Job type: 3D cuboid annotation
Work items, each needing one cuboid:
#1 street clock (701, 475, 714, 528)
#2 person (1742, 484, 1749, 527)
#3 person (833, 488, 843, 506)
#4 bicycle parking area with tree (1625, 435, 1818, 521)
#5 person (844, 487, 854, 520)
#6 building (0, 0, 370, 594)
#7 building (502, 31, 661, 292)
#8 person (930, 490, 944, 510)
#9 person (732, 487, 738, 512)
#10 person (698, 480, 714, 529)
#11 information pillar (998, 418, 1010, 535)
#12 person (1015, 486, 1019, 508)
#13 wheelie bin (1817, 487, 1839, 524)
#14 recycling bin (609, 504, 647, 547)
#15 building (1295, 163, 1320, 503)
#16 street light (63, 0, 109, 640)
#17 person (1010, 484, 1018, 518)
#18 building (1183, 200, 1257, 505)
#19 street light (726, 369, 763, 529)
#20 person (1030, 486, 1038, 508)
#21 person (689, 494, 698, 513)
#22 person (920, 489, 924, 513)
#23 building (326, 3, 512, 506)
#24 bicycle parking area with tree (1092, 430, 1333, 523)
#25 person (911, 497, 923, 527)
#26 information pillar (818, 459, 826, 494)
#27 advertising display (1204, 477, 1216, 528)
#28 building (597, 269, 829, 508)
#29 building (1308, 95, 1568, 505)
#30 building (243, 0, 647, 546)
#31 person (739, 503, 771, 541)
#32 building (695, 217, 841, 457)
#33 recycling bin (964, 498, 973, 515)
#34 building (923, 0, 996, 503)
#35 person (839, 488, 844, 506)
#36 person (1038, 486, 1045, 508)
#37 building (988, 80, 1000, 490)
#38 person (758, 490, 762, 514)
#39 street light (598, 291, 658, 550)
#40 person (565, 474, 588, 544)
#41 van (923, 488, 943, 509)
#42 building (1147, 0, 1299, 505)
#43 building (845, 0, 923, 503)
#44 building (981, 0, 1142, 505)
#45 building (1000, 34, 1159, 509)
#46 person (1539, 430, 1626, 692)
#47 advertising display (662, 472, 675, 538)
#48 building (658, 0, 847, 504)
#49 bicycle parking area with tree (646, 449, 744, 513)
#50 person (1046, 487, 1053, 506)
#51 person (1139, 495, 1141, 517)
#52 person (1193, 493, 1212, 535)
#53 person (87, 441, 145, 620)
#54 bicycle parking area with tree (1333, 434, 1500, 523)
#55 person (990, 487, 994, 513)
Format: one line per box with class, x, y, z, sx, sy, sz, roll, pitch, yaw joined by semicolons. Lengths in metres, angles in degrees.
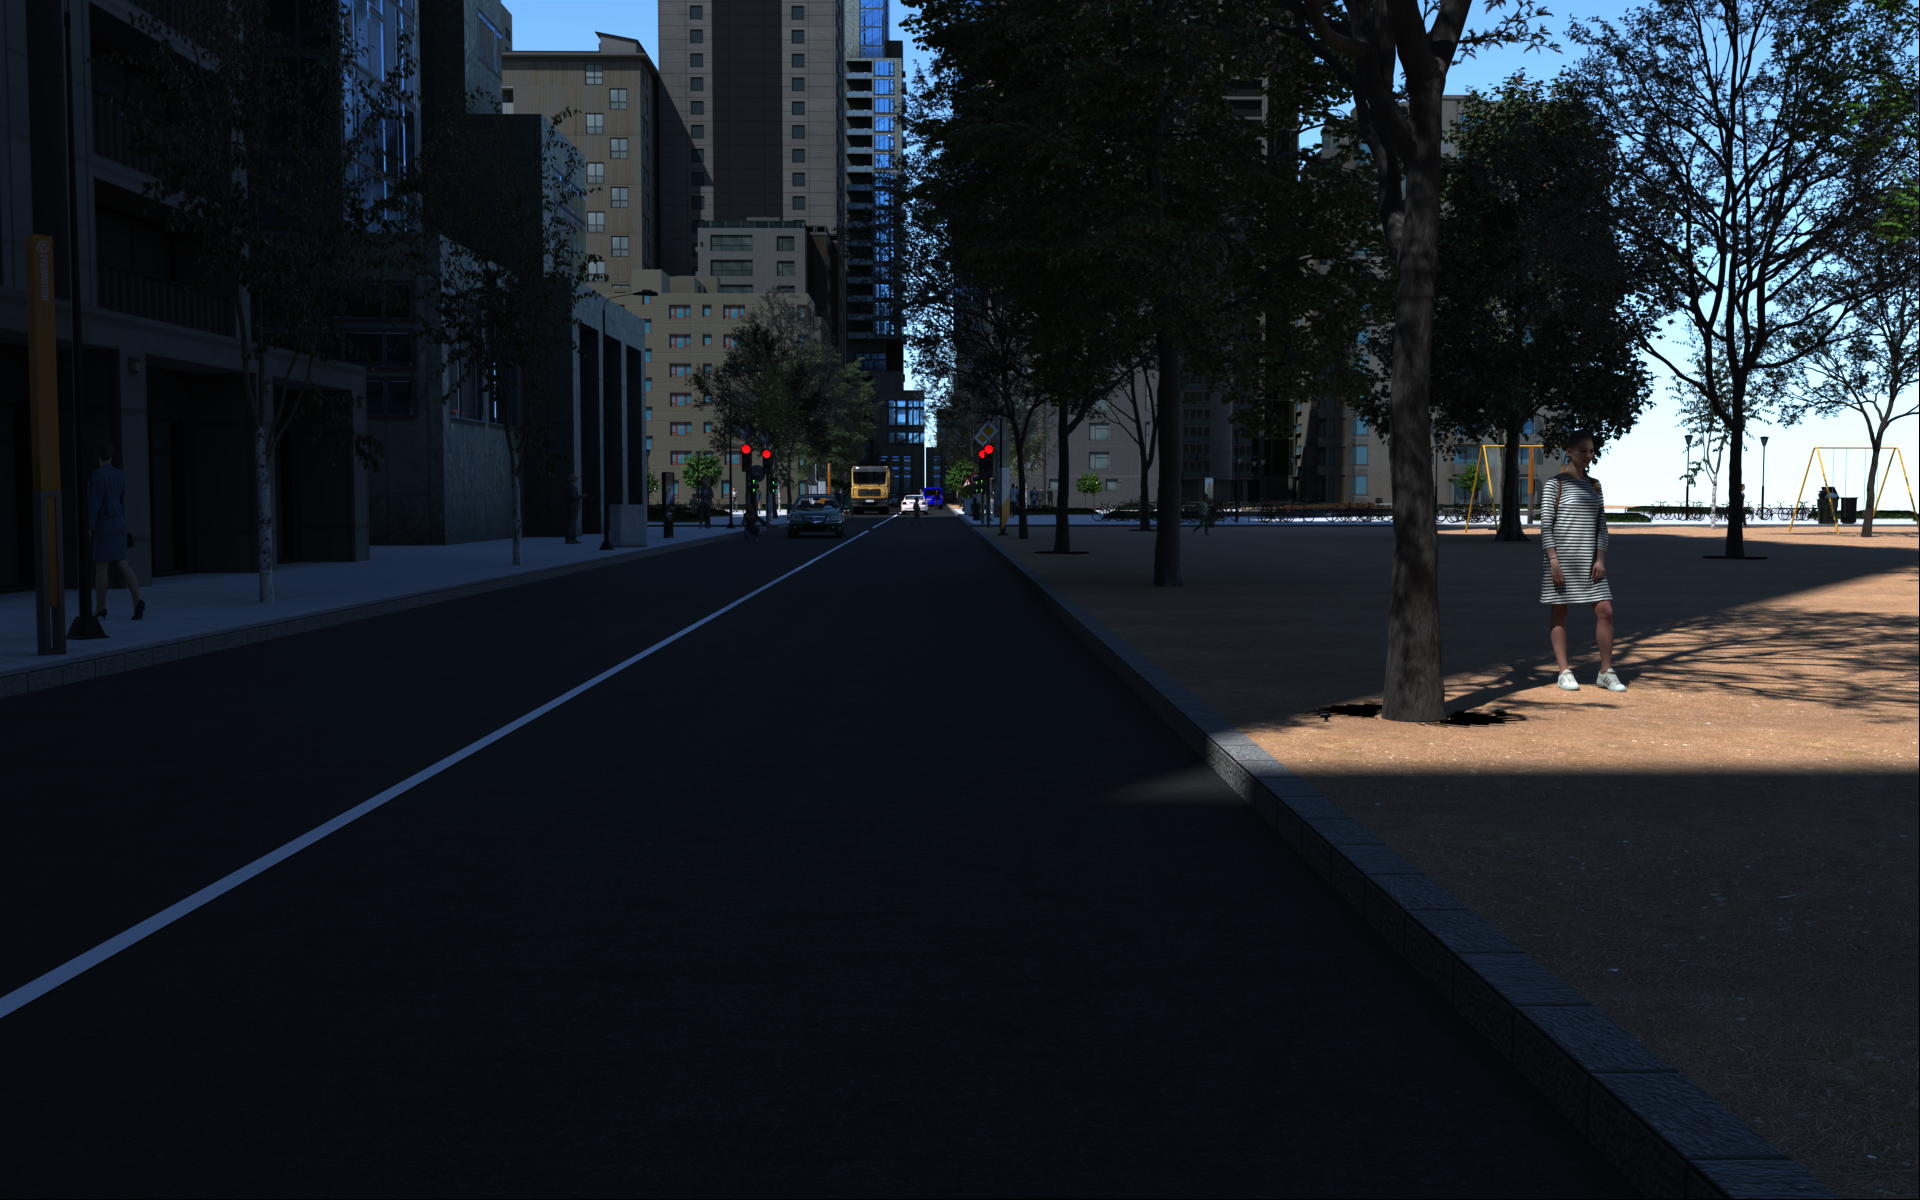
street clock;-9.617;-3.754;65.954;0.471;2.002;0.358;-1;4;-20
person;32.062;-3.837;71.018;0.659;1.850;0.755;-3;5;-42
person;-6.871;-5.408;97.334;0.576;1.772;0.534;-1;4;-14
bicycle parking area with tree;37.766;-6.003;85.158;8.231;4.147;9.016;-1;4;-12
person;-6.093;-5.292;95.278;0.529;1.795;0.600;-1;4;-19
building;-21.570;-35.991;26.712;20.563;71.187;20.611;0;4;-1
building;-48.656;-37.766;206.718;27.495;52.752;28.713;0;4;-1
person;-2.146;-9.306;160.671;1.348;1.822;0.705;1;4;13
person;-16.499;-7.363;126.624;0.606;1.804;0.583;-1;4;-20
person;-9.363;-3.528;63.911;0.537;1.800;0.526;0;4;7
information pillar;1.386;-3.825;53.891;0.183;3.616;0.504;2;4;33
person;3.649;-6.366;110.307;0.511;1.800;0.466;1;4;13
wheelie bin;37.135;-4.048;74.093;0.693;1.594;0.980;-2;4;-24
recycling bin;-8.055;-1.805;42.061;0.722;1.027;0.722;-2;4;-31
building;58.288;-38.083;246.354;21.600;48.544;21.300;0;4;-1
street light;-7.231;-2.611;15.227;1.470;5.913;1.316;0;4;-1
person;2.888;-5.385;93.930;0.661;1.843;0.795;0;4;-5
building;18.698;-31.706;210.273;32.217;40.220;23.993;0;4;-1
street light;-7.986;-5.614;64.326;1.470;5.913;1.316;0;4;-1
person;4.789;-6.521;112.841;0.721;1.800;0.419;-2;4;-30
person;-12.923;-4.513;84.098;0.475;1.303;0.640;0;4;-1
person;-2.865;-7.387;129.376;0.391;1.810;0.635;-1;4;-19
building;-75.342;-49.283;244.033;20.611;71.187;20.563;0;4;-1
bicycle parking area with tree;11.146;-5.687;79.985;9.016;4.147;8.231;-1;4;-12
person;-1.913;-3.879;76.194;0.640;1.303;0.475;-3;4;-37
information pillar;-8.997;-7.447;113.118;0.504;3.616;0.183;-2;4;-30
advertising display;9.642;-3.767;66.800;0.123;1.923;0.974;-1;4;-13
building;-27.094;-19.474;163.443;27.650;21.520;28.899;0;4;-1
building;58.925;-36.172;211.013;30.456;49.044;23.786;0;4;-1
building;-27.028;-45.143;50.761;31.000;86.520;22.319;0;4;-1
person;-6.272;-2.376;52.844;1.012;1.151;0.738;-1;4;-14
building;-20.107;-25.262;184.736;14.160;30.474;14.107;0;4;-1
recycling bin;0.682;-5.732;106.270;0.722;1.027;0.722;1;4;13
building;10.652;-57.105;246.331;31.000;86.520;22.319;0;4;-1
person;-7.834;-6.444;114.039;0.419;1.800;0.721;0;4;-6
person;5.984;-7.551;129.286;0.659;1.850;0.755;0;4;5
building;9.912;-31.819;170.354;14.600;45.320;14.200;0;4;-1
person;-12.601;-6.230;107.885;0.794;1.824;0.713;1;4;19
street light;-7.587;-4.105;39.665;1.470;5.913;1.316;0;4;-1
person;-9.924;-2.354;44.712;0.590;1.801;0.661;-2;4;-29
van;-2.633;-9.795;164.532;2.240;2.365;5.245;0;4;-3
building;37.191;-49.341;244.976;20.611;71.187;20.563;0;4;-1
building;-20.570;-57.015;244.862;31.000;86.520;22.319;0;4;-1
building;12.688;-45.794;186.979;20.563;71.187;20.611;0;4;-1
building;10.567;-28.916;156.370;14.154;41.232;14.086;0;4;-1
person;4.047;-0.265;11.387;0.512;1.701;0.522;-1;4;-13
advertising display;-8.535;-2.781;50.679;0.123;1.923;0.974;0;4;6
building;-24.670;-47.255;210.868;20.611;71.187;20.563;0;4;-1
bicycle parking area with tree;-18.916;-7.758;113.846;9.016;4.147;8.231;3;5;43
person;7.570;-8.541;145.049;0.648;1.900;0.474;2;4;25
person;6.866;-3.314;64.904;0.332;1.250;0.352;2;4;24
person;7.570;-2.678;54.084;0.590;1.304;0.306;2;4;25
person;-8.613;-0.704;17.575;0.654;1.822;0.581;2;4;25
bicycle parking area with tree;21.316;-5.725;80.612;9.016;4.147;8.231;3;5;44
person;2.190;-6.457;112.161;0.519;1.759;0.362;-1;4;-15
